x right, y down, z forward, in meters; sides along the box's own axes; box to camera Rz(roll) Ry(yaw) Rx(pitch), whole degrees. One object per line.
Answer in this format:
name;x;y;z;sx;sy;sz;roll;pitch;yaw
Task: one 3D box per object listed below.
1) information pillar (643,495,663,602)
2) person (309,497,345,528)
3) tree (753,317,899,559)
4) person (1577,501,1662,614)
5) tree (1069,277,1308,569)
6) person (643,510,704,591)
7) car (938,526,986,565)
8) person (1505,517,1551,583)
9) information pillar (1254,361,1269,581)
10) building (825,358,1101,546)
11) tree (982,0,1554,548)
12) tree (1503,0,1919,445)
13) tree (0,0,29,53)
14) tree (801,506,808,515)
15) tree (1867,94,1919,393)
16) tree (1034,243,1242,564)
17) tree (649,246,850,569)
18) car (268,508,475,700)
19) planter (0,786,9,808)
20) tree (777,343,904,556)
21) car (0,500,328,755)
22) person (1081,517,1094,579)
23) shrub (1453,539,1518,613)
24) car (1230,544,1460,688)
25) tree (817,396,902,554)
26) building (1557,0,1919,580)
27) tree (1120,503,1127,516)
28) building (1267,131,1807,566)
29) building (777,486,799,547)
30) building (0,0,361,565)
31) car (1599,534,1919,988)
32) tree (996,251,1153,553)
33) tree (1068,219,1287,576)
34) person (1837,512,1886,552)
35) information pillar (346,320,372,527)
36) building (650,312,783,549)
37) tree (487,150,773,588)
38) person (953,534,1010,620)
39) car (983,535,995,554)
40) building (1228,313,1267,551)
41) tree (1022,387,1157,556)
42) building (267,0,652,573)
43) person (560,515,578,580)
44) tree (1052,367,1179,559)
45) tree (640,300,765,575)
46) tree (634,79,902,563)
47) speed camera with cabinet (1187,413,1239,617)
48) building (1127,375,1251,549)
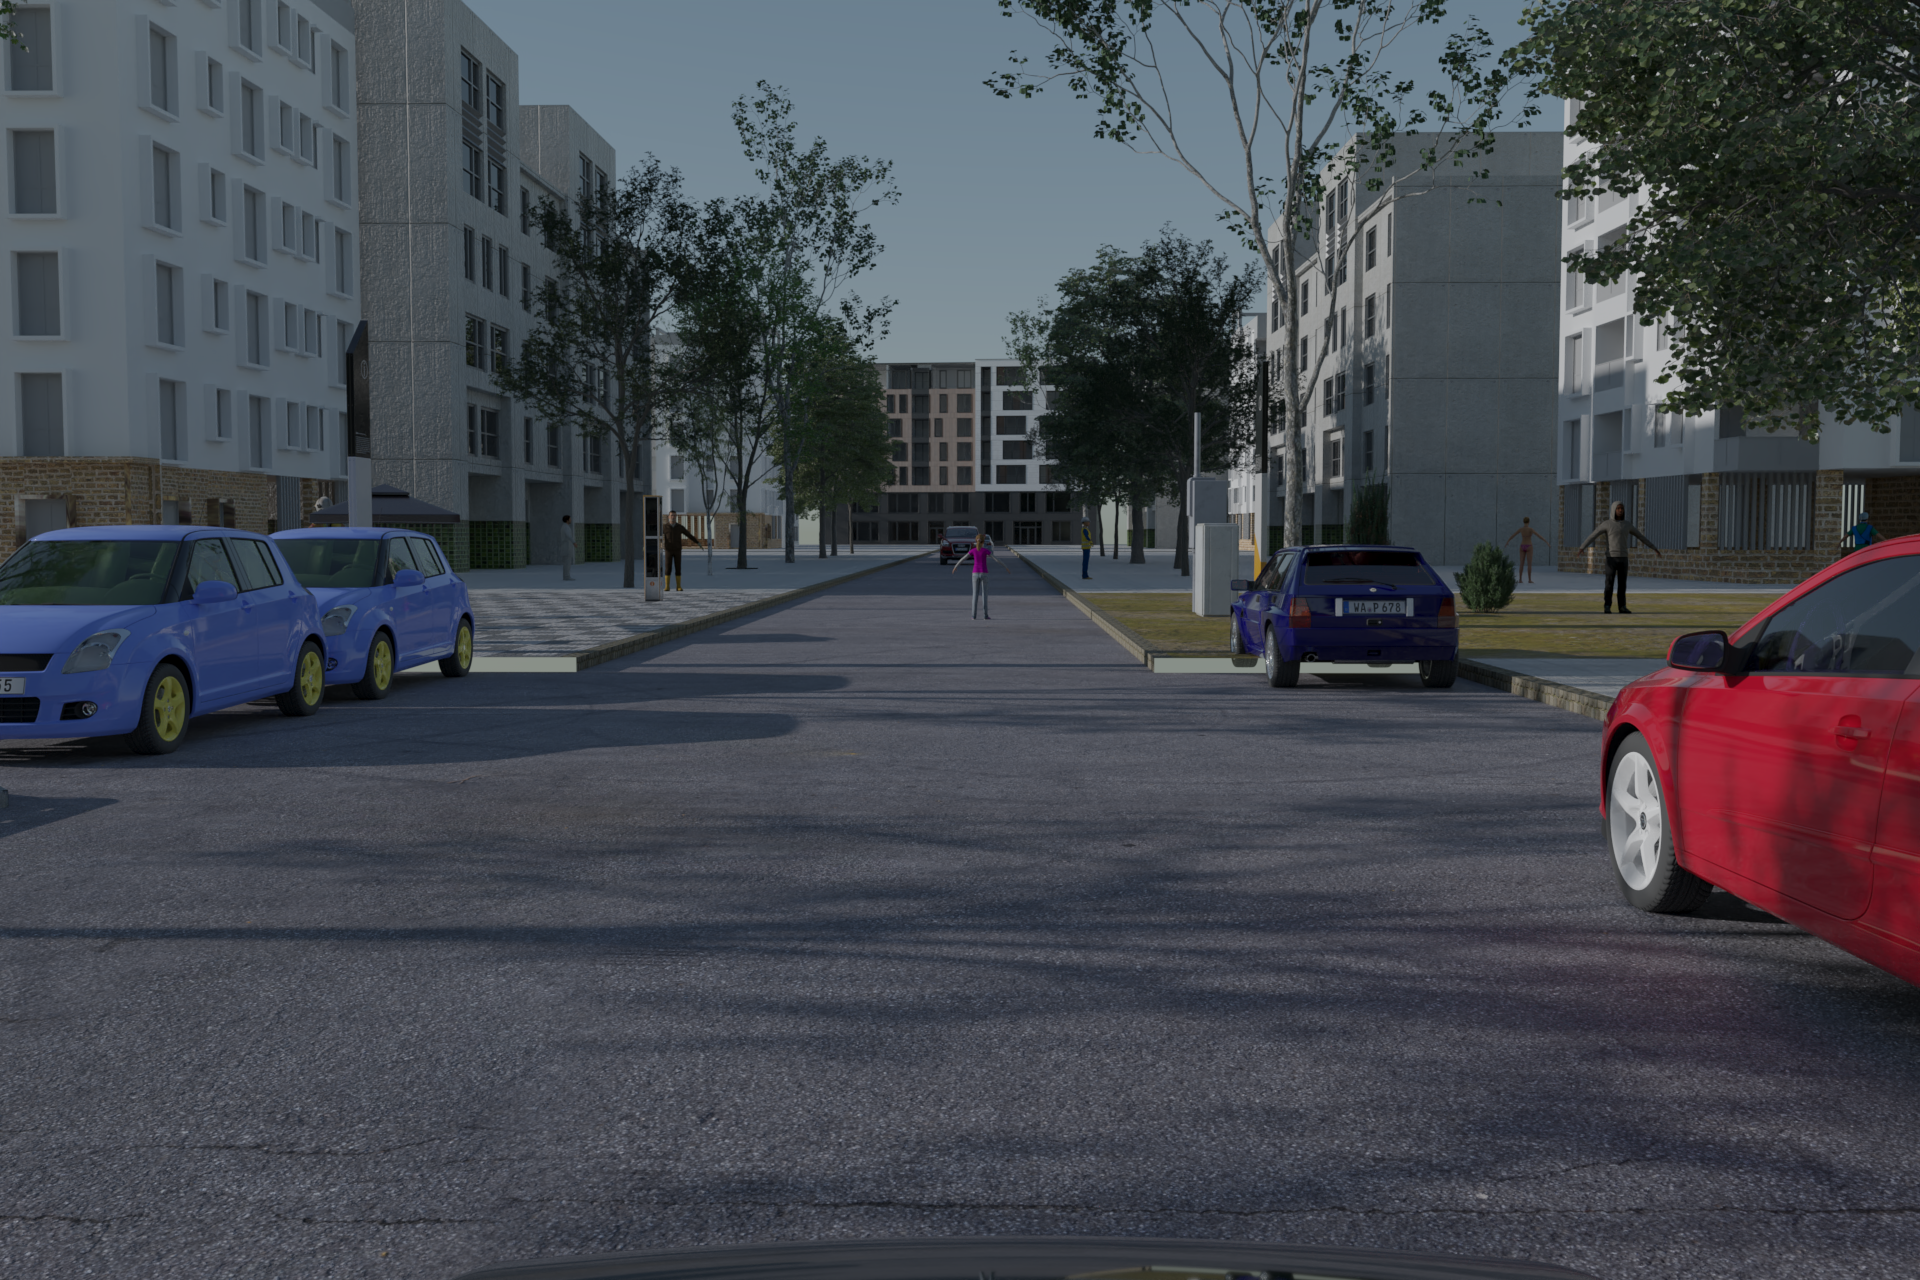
information pillar;-5.843;-1.745;33.026;0.304;2.012;0.304;0;4;3
person;-9.814;-1.283;26.753;0.705;1.858;1.354;2;4;30
tree;-7.058;-10.523;90.180;7.486;12.596;7.792;0;3;0
person;10.599;-1.333;27.918;1.348;1.813;0.705;0;3;0
tree;8.084;-7.870;63.086;8.767;10.594;7.601;-1;4;-18
person;-6.426;-1.998;38.803;1.346;1.812;0.704;-1;4;-13
car;0.094;-4.479;81.910;2.281;1.827;5.304;0;4;1
person;14.840;-2.355;45.309;1.217;1.733;0.721;3;4;39
information pillar;4.135;-1.982;23.759;0.183;3.616;0.504;0;4;-1
building;1.001;-22.532;214.832;32.646;21.610;27.936;0;4;6
tree;6.376;-11.098;37.342;12.611;20.169;13.585;0;3;0
tree;9.850;-6.686;15.973;9.857;13.997;8.962;0;3;0
tree;-11.999;-5.467;15.136;9.928;11.665;9.643;0;3;0
tree;-21.192;-16.774;208.669;7.601;10.594;8.767;0;4;0
tree;16.827;-4.793;28.721;4.737;8.622;4.395;0;3;0
tree;7.633;-10.284;74.805;9.857;13.997;8.962;0;3;0
tree;-7.889;-8.388;62.905;9.928;11.665;9.643;0;3;0
car;-5.811;-0.398;16.103;1.945;1.707;3.694;0;4;1
planter;-6.008;0.764;8.643;1.991;0.319;1.994;0;4;1
tree;-7.032;-11.230;101.735;7.486;12.596;7.792;0;3;0
car;-5.955;-0.170;12.375;1.945;1.707;3.694;0;4;1
person;3.646;-2.604;49.047;0.721;1.772;1.216;0;4;-3
shrub;8.530;-1.038;28.095;1.383;1.207;1.383;0;3;0
car;3.778;-0.301;17.501;1.945;1.354;3.894;0;4;1
tree;-7.313;-10.860;111.981;7.601;10.594;8.767;-2;4;-32
building;25.302;-12.239;56.531;16.016;20.090;11.380;0;4;1
tree;23.037;-16.909;210.869;7.601;10.594;8.767;0;4;3
building;25.913;-13.359;84.870;16.747;18.905;31.486;0;4;1
building;-21.429;-14.732;183.016;9.099;9.664;28.070;0;4;0
building;-24.395;-11.373;42.361;16.016;20.090;11.380;0;4;2
car;3.428;0.230;5.284;2.155;1.783;4.494;0;4;1
tree;8.564;-16.026;117.918;12.611;20.169;13.585;0;3;0
tree;6.578;-7.218;52.431;7.601;10.594;8.767;-2;4;-31
person;22.284;-2.238;42.715;0.704;1.817;1.347;-3;5;-39
information pillar;-6.510;-1.679;18.809;0.183;3.616;0.504;0;4;1
building;-21.773;-17.840;148.111;16.016;20.090;11.380;0;4;2
tree;-7.688;-6.546;41.436;8.767;10.594;7.601;3;5;42
person;0.354;-1.062;29.080;0.991;1.433;0.599;1;4;12
car;1.256;-6.021;110.444;2.014;1.417;4.499;0;4;0
building;27.755;-17.640;144.838;16.016;20.090;11.380;0;4;1
tree;8.064;-10.087;99.332;8.767;10.594;7.601;-1;4;-23
building;-24.439;-12.569;71.968;16.747;18.905;31.486;0;4;2
person;-10.864;-2.558;48.012;0.705;1.806;1.347;-2;4;-25
tree;8.238;-9.396;88.035;7.601;10.594;8.767;-2;4;-27
tree;-7.719;-6.327;53.802;4.360;8.622;3.978;0;3;0
tree;-8.560;-13.419;75.287;12.611;20.169;13.585;0;3;0
speed camera with cabinet;4.044;-2.036;27.629;0.660;3.252;2.038;0;4;1
building;25.612;-18.277;165.288;16.747;18.905;31.486;0;4;1
